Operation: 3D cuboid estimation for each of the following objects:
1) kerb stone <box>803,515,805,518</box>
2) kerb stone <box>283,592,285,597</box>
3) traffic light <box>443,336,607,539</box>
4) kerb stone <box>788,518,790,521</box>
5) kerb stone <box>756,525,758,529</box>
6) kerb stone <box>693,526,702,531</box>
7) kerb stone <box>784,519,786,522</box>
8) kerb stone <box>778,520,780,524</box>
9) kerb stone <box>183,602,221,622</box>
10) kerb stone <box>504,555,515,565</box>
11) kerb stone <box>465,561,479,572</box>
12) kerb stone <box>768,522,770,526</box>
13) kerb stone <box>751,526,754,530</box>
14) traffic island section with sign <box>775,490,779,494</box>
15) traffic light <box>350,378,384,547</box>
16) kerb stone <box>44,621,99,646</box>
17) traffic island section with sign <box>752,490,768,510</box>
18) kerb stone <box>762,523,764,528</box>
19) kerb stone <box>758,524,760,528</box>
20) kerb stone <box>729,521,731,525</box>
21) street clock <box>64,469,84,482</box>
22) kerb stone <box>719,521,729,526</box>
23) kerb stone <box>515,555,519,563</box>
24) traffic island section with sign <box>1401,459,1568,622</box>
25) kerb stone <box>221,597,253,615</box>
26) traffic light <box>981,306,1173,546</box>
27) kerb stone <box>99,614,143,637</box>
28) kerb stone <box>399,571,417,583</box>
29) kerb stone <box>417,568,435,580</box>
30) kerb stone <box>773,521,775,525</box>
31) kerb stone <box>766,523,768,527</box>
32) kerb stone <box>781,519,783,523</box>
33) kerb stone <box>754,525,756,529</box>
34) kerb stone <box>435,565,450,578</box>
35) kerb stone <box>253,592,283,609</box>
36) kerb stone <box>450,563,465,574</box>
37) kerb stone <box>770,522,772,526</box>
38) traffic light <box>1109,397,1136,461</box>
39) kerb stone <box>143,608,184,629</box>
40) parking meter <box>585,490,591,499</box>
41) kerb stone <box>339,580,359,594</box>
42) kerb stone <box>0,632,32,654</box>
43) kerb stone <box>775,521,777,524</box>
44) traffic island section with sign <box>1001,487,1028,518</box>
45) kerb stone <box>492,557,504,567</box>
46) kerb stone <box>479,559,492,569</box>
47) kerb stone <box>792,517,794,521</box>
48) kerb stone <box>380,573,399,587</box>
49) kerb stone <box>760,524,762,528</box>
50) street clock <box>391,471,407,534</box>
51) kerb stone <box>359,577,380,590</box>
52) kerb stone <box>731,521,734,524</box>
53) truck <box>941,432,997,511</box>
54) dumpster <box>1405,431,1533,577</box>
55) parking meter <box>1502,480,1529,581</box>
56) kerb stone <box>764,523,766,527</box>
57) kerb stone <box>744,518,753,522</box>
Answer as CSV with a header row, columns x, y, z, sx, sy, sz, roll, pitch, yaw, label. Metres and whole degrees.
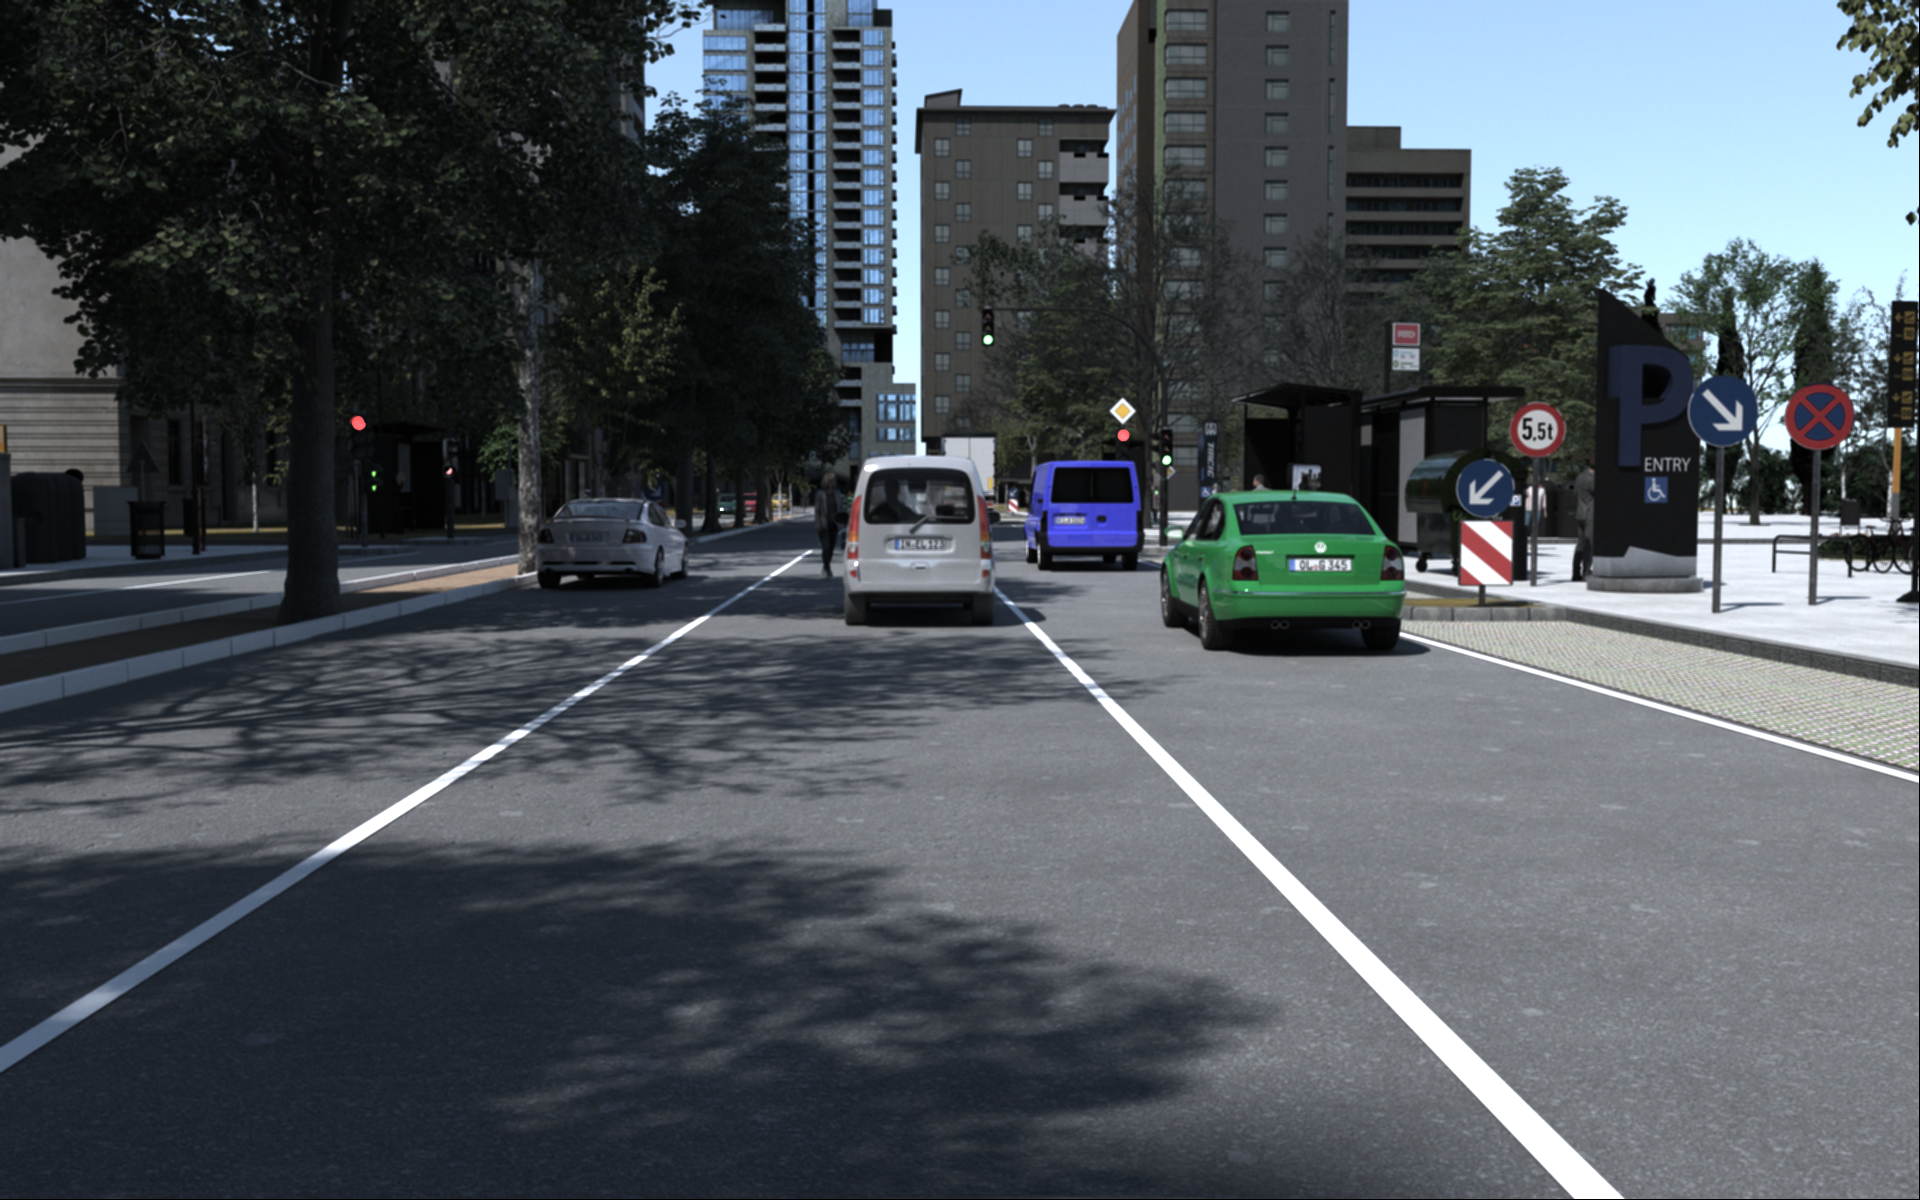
x,y,z,sx,sy,sz,roll,pitch,yaw,label
-9.428,-4.896,102.389,0.120,0.150,1.000,0,4,-2,kerb stone
-8.833,-0.040,22.842,0.120,0.150,1.000,0,4,-2,kerb stone
-12.560,-4.599,49.861,4.771,5.953,1.251,0,4,-2,traffic light
-8.977,-4.090,89.068,0.120,0.150,1.000,0,4,-2,kerb stone
-8.321,-2.900,69.615,0.120,0.150,1.000,0,4,-2,kerb stone
-10.376,-2.832,68.497,0.120,0.150,1.000,0,4,-2,kerb stone
-8.869,-3.901,86.003,0.120,0.150,1.000,0,4,-2,kerb stone
-8.737,-3.653,81.916,0.120,0.150,1.000,0,4,-2,kerb stone
-8.729,0.148,19.774,0.120,0.150,1.000,0,4,-2,kerb stone
-9.248,-0.790,35.150,0.120,0.150,1.000,0,4,-2,kerb stone
-9.143,-0.600,32.073,0.120,0.150,1.000,0,4,-2,kerb stone
-8.523,-3.277,75.778,0.120,0.150,1.000,0,4,-2,kerb stone
-8.248,-2.770,67.554,0.120,0.150,1.000,0,4,-2,kerb stone
-18.720,-10.395,178.584,1.989,1.847,2.006,0,4,-2,traffic island section with sign
-14.377,-3.233,41.775,0.839,4.253,0.868,0,4,-2,traffic light
-8.621,0.336,16.701,0.120,0.150,1.000,0,4,-2,kerb stone
-17.824,-8.747,151.644,1.989,1.847,2.006,0,4,-2,traffic island section with sign
-8.421,-3.090,72.709,0.120,0.150,1.000,0,4,-2,kerb stone
-8.352,-2.964,70.654,0.120,0.150,1.000,0,4,-2,kerb stone
-10.756,-3.517,79.770,0.120,0.150,1.000,0,4,-2,kerb stone
-25.512,-2.772,49.892,0.471,2.002,0.358,0,4,-7,street clock
-10.725,-3.459,78.747,0.120,0.150,1.000,0,4,-2,kerb stone
-9.284,-0.851,36.175,0.120,0.150,1.000,0,4,-2,kerb stone
5.782,-0.712,20.271,1.989,1.847,2.006,0,4,-2,traffic island section with sign
-8.767,0.086,20.795,0.120,0.150,1.000,0,4,-2,kerb stone
2.885,-4.132,42.232,4.771,5.953,1.251,0,4,-2,traffic light
-8.668,0.274,17.722,0.120,0.150,1.000,0,4,-2,kerb stone
-9.015,-0.353,27.968,0.120,0.150,1.000,0,4,-2,kerb stone
-9.039,-0.416,29.003,0.120,0.150,1.000,0,4,-2,kerb stone
-8.634,-3.455,78.848,0.120,0.150,1.000,0,4,-2,kerb stone
-8.485,-3.215,74.756,0.120,0.150,1.000,0,4,-2,kerb stone
-8.802,-3.776,83.960,0.120,0.150,1.000,0,4,-2,kerb stone
-8.279,-2.837,68.576,0.120,0.150,1.000,0,4,-2,kerb stone
-9.075,-0.476,30.024,0.120,0.150,1.000,0,4,-2,kerb stone
-8.798,0.026,21.818,0.120,0.150,1.000,0,4,-2,kerb stone
-9.115,-0.541,31.047,0.120,0.150,1.000,0,4,-2,kerb stone
-8.559,-3.338,76.804,0.120,0.150,1.000,0,4,-2,kerb stone
4.702,-3.762,50.424,0.839,4.253,0.868,0,4,-2,traffic light
-8.698,0.212,18.743,0.120,0.150,1.000,0,4,-2,kerb stone
-20.955,-5.450,97.522,0.372,1.533,0.369,0,3,0,parking meter
-8.898,-0.165,24.894,0.120,0.150,1.000,0,4,-2,kerb stone
-8.588,0.405,15.677,0.120,0.150,1.000,0,4,-2,kerb stone
-8.661,-3.527,79.869,0.120,0.150,1.000,0,4,-2,kerb stone
2.994,-5.731,102.334,1.989,1.847,2.006,0,4,-2,traffic island section with sign
-9.220,-0.728,34.129,0.120,0.150,1.000,0,4,-2,kerb stone
-9.176,-0.667,33.103,0.120,0.150,1.000,0,4,-2,kerb stone
-9.082,-4.278,92.138,0.120,0.150,1.000,0,4,-2,kerb stone
-8.976,-0.288,26.940,0.120,0.150,1.000,0,4,-2,kerb stone
-8.393,-3.026,71.679,0.120,0.150,1.000,0,4,-2,kerb stone
-17.827,-3.088,55.056,0.358,2.002,0.471,2,4,24,street clock
-8.936,-0.226,25.919,0.120,0.150,1.000,0,4,-2,kerb stone
-10.792,-3.582,80.797,0.120,0.150,1.000,0,4,-2,kerb stone
0.326,-5.801,83.759,2.839,4.237,11.283,0,4,-1,truck
8.092,-1.532,27.547,1.502,2.255,1.985,0,4,-2,dumpster
8.234,-1.057,25.700,0.372,1.533,0.369,0,3,0,parking meter
-8.458,-3.152,73.734,0.120,0.150,1.000,0,4,-2,kerb stone
-11.143,-4.211,91.042,0.120,0.150,1.000,0,4,-2,kerb stone
